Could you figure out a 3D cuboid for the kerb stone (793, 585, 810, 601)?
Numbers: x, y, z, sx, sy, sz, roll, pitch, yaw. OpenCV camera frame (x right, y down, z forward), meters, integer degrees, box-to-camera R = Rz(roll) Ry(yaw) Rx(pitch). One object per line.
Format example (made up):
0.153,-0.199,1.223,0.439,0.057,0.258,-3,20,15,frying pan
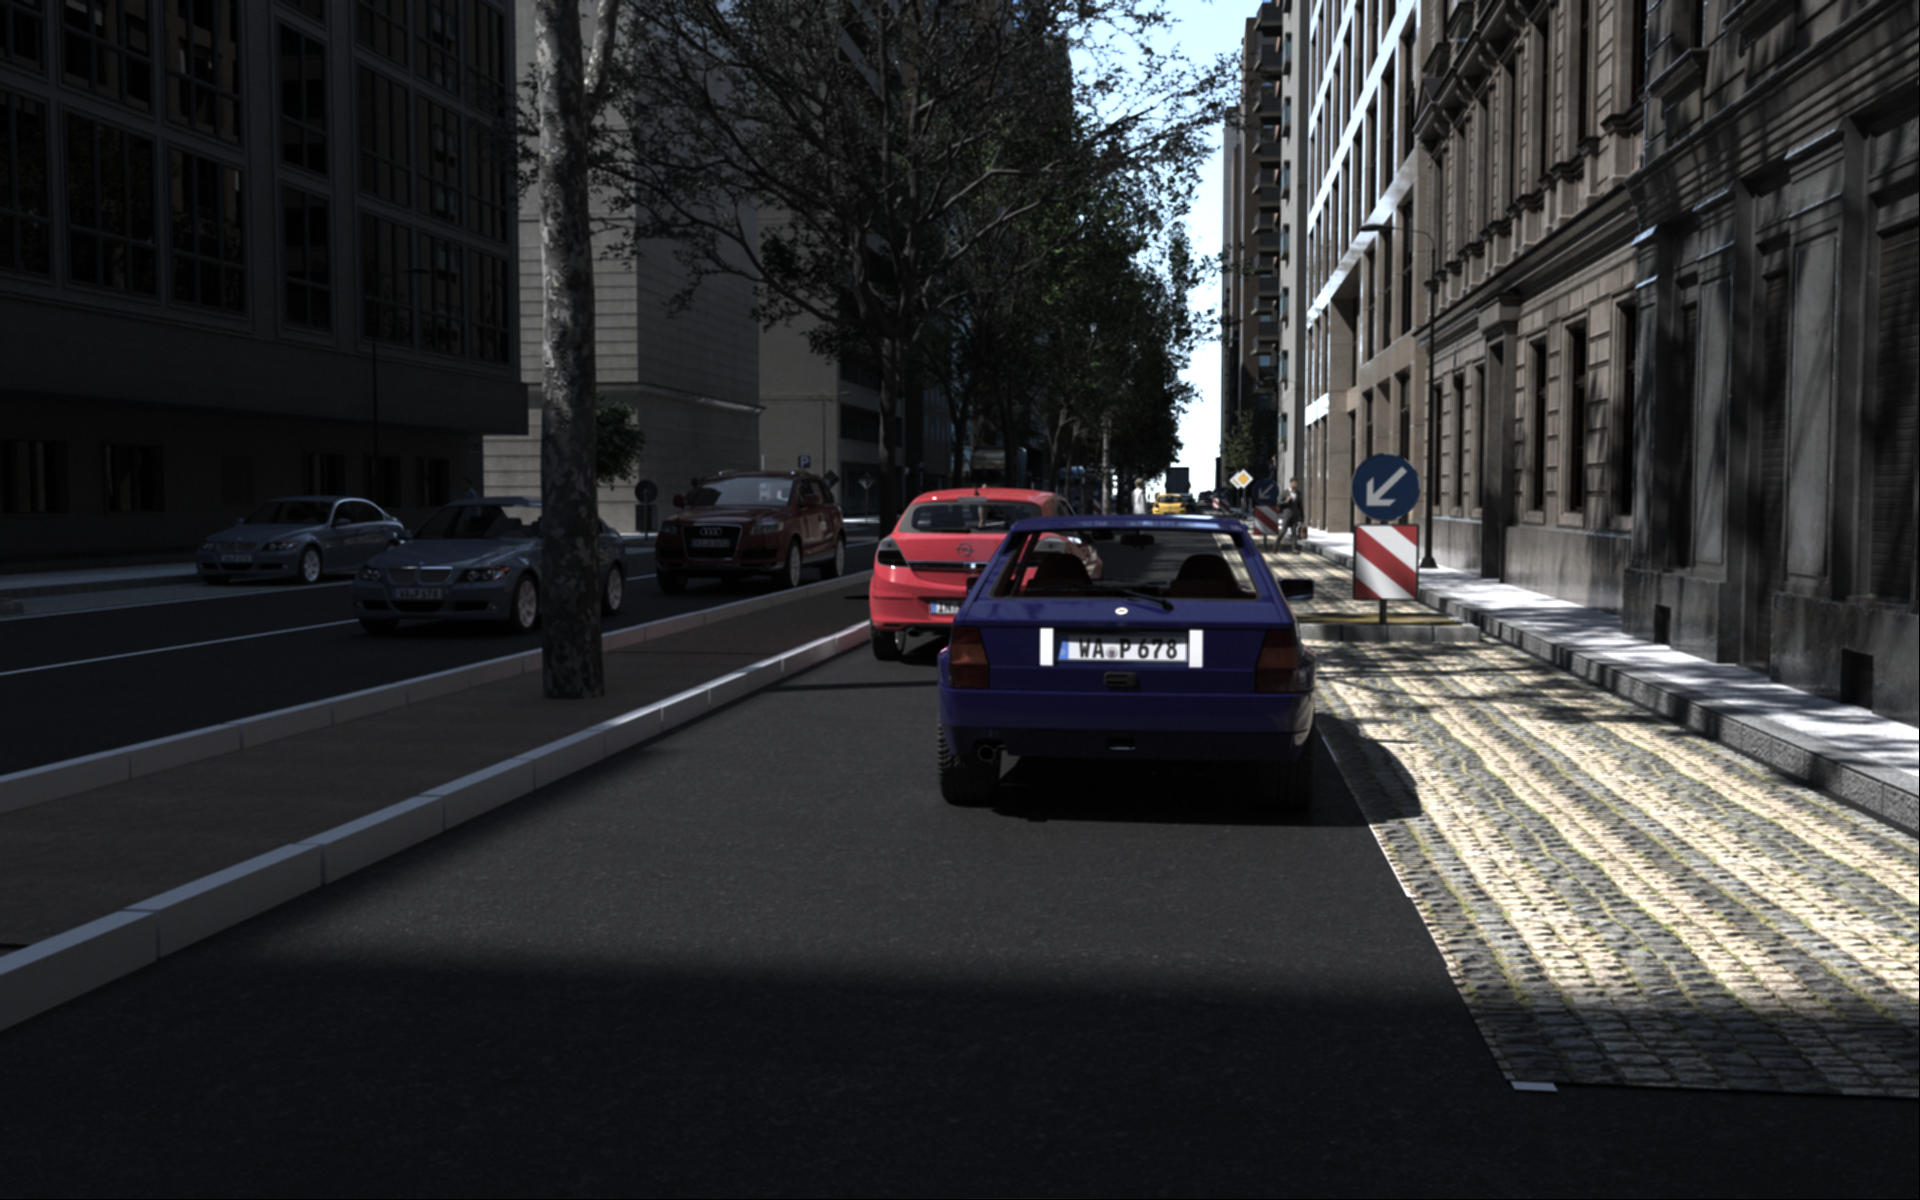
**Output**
-2.237,-0.071,23.416,0.120,0.150,1.000,0,4,8,kerb stone

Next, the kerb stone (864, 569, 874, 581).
-1.561,-0.385,28.490,0.120,0.150,1.000,0,4,8,kerb stone

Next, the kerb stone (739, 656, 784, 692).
-1.513,0.564,12.979,0.120,0.150,1.000,0,4,8,kerb stone

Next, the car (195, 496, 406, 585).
-10.819,-1.024,28.741,2.014,1.417,4.499,0,4,8,car

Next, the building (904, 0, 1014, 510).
-3.033,-30.360,146.494,14.600,45.320,14.200,0,4,8,building

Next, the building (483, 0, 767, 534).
-30.505,-17.674,65.377,44.131,29.872,17.030,0,4,8,building

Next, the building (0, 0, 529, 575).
-19.561,-14.702,33.889,14.314,27.812,24.014,0,4,8,building

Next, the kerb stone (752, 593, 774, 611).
-2.509,0.053,21.376,0.120,0.150,1.000,0,4,8,kerb stone

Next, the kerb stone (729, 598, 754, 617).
-2.639,0.112,20.362,0.120,0.150,1.000,0,4,8,kerb stone

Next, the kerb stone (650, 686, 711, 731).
-1.783,0.691,10.938,0.120,0.150,1.000,0,4,8,kerb stone

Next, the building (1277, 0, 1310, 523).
26.768,-28.232,85.288,21.600,48.544,21.300,0,4,8,building

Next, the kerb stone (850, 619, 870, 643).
-0.966,0.315,17.049,0.120,0.150,1.000,0,4,8,kerb stone

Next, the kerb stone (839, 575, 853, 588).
-1.823,-0.261,26.462,0.120,0.150,1.000,0,4,8,kerb stone

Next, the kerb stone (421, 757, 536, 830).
-2.187,0.875,7.882,0.120,0.150,1.000,0,4,8,kerb stone

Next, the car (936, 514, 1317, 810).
0.938,0.202,9.284,1.945,1.354,3.894,0,4,8,car

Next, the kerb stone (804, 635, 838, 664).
-1.236,0.439,15.018,0.120,0.150,1.000,0,4,8,kerb stone

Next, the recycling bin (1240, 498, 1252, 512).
20.184,-6.698,122.061,0.722,1.027,0.722,0,4,-1,recycling bin

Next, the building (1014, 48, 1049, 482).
-3.518,-38.000,210.533,28.713,52.752,27.495,0,4,8,building

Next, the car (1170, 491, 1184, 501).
15.841,-7.337,130.183,2.015,1.641,3.980,0,4,8,car

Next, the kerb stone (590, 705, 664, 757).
-1.920,0.751,9.918,0.120,0.150,1.000,0,4,8,kerb stone

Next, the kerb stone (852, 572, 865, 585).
-1.696,-0.318,27.477,0.120,0.150,1.000,0,4,8,kerb stone

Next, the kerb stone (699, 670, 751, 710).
-1.648,0.628,11.966,0.120,0.150,1.000,0,4,8,kerb stone

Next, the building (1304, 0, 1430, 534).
20.965,-15.016,50.024,19.350,26.468,34.151,0,4,8,building

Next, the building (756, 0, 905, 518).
-15.405,-29.036,98.441,21.300,48.544,21.600,0,4,8,building

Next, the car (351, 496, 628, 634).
-5.088,-0.447,19.316,2.014,1.417,4.499,0,4,7,car

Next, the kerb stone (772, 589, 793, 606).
-2.368,-0.012,22.388,0.120,0.150,1.000,0,4,8,kerb stone

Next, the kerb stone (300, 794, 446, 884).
-2.319,0.940,6.862,0.120,0.150,1.000,0,4,8,kerb stone

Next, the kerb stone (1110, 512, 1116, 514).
10.712,-6.012,120.490,0.120,0.150,1.000,0,4,8,kerb stone

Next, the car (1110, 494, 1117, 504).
22.452,-14.856,254.890,2.014,1.417,4.499,0,4,7,car

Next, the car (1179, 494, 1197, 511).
18.833,-8.169,145.353,2.131,1.459,4.920,0,4,8,car

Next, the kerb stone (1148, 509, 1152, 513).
15.776,-7.362,142.571,0.120,0.150,1.000,0,4,8,kerb stone

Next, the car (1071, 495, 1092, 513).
9.506,-7.386,132.766,2.014,1.417,4.499,1,4,8,car

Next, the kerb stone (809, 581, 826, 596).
-2.093,-0.137,24.429,0.120,0.150,1.000,0,4,8,kerb stone

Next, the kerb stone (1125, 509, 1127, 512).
14.506,-7.752,148.932,0.120,0.150,1.000,0,4,8,kerb stone

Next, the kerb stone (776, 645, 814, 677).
-1.369,0.501,14.003,0.120,0.150,1.000,0,4,8,kerb stone

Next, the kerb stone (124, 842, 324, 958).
-2.463,1.000,5.848,0.120,0.150,1.000,0,4,8,kerb stone

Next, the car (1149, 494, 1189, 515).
10.747,-4.817,88.979,2.015,1.641,3.980,0,4,6,car

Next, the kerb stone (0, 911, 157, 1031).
-2.592,1.062,4.827,0.120,0.150,1.000,0,4,8,kerb stone

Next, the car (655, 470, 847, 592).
-3.150,-1.118,26.954,2.281,1.827,5.304,0,4,8,car

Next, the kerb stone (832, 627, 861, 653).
-1.095,0.383,16.032,0.120,0.150,1.000,0,4,8,kerb stone

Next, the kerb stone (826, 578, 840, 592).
-1.960,-0.199,25.445,0.120,0.150,1.000,0,4,8,kerb stone

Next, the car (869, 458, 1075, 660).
0.353,-0.447,16.346,2.155,1.783,4.494,1,4,8,car

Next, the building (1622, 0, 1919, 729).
9.571,-9.587,5.894,9.793,20.994,18.267,0,4,8,building

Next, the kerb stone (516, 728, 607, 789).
-2.052,0.813,8.898,0.120,0.150,1.000,0,4,8,kerb stone

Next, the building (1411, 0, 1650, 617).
12.574,-9.776,24.460,10.561,19.102,19.286,0,4,8,building

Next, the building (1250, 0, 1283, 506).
32.140,-28.638,122.852,22.147,44.769,28.867,0,4,8,building
